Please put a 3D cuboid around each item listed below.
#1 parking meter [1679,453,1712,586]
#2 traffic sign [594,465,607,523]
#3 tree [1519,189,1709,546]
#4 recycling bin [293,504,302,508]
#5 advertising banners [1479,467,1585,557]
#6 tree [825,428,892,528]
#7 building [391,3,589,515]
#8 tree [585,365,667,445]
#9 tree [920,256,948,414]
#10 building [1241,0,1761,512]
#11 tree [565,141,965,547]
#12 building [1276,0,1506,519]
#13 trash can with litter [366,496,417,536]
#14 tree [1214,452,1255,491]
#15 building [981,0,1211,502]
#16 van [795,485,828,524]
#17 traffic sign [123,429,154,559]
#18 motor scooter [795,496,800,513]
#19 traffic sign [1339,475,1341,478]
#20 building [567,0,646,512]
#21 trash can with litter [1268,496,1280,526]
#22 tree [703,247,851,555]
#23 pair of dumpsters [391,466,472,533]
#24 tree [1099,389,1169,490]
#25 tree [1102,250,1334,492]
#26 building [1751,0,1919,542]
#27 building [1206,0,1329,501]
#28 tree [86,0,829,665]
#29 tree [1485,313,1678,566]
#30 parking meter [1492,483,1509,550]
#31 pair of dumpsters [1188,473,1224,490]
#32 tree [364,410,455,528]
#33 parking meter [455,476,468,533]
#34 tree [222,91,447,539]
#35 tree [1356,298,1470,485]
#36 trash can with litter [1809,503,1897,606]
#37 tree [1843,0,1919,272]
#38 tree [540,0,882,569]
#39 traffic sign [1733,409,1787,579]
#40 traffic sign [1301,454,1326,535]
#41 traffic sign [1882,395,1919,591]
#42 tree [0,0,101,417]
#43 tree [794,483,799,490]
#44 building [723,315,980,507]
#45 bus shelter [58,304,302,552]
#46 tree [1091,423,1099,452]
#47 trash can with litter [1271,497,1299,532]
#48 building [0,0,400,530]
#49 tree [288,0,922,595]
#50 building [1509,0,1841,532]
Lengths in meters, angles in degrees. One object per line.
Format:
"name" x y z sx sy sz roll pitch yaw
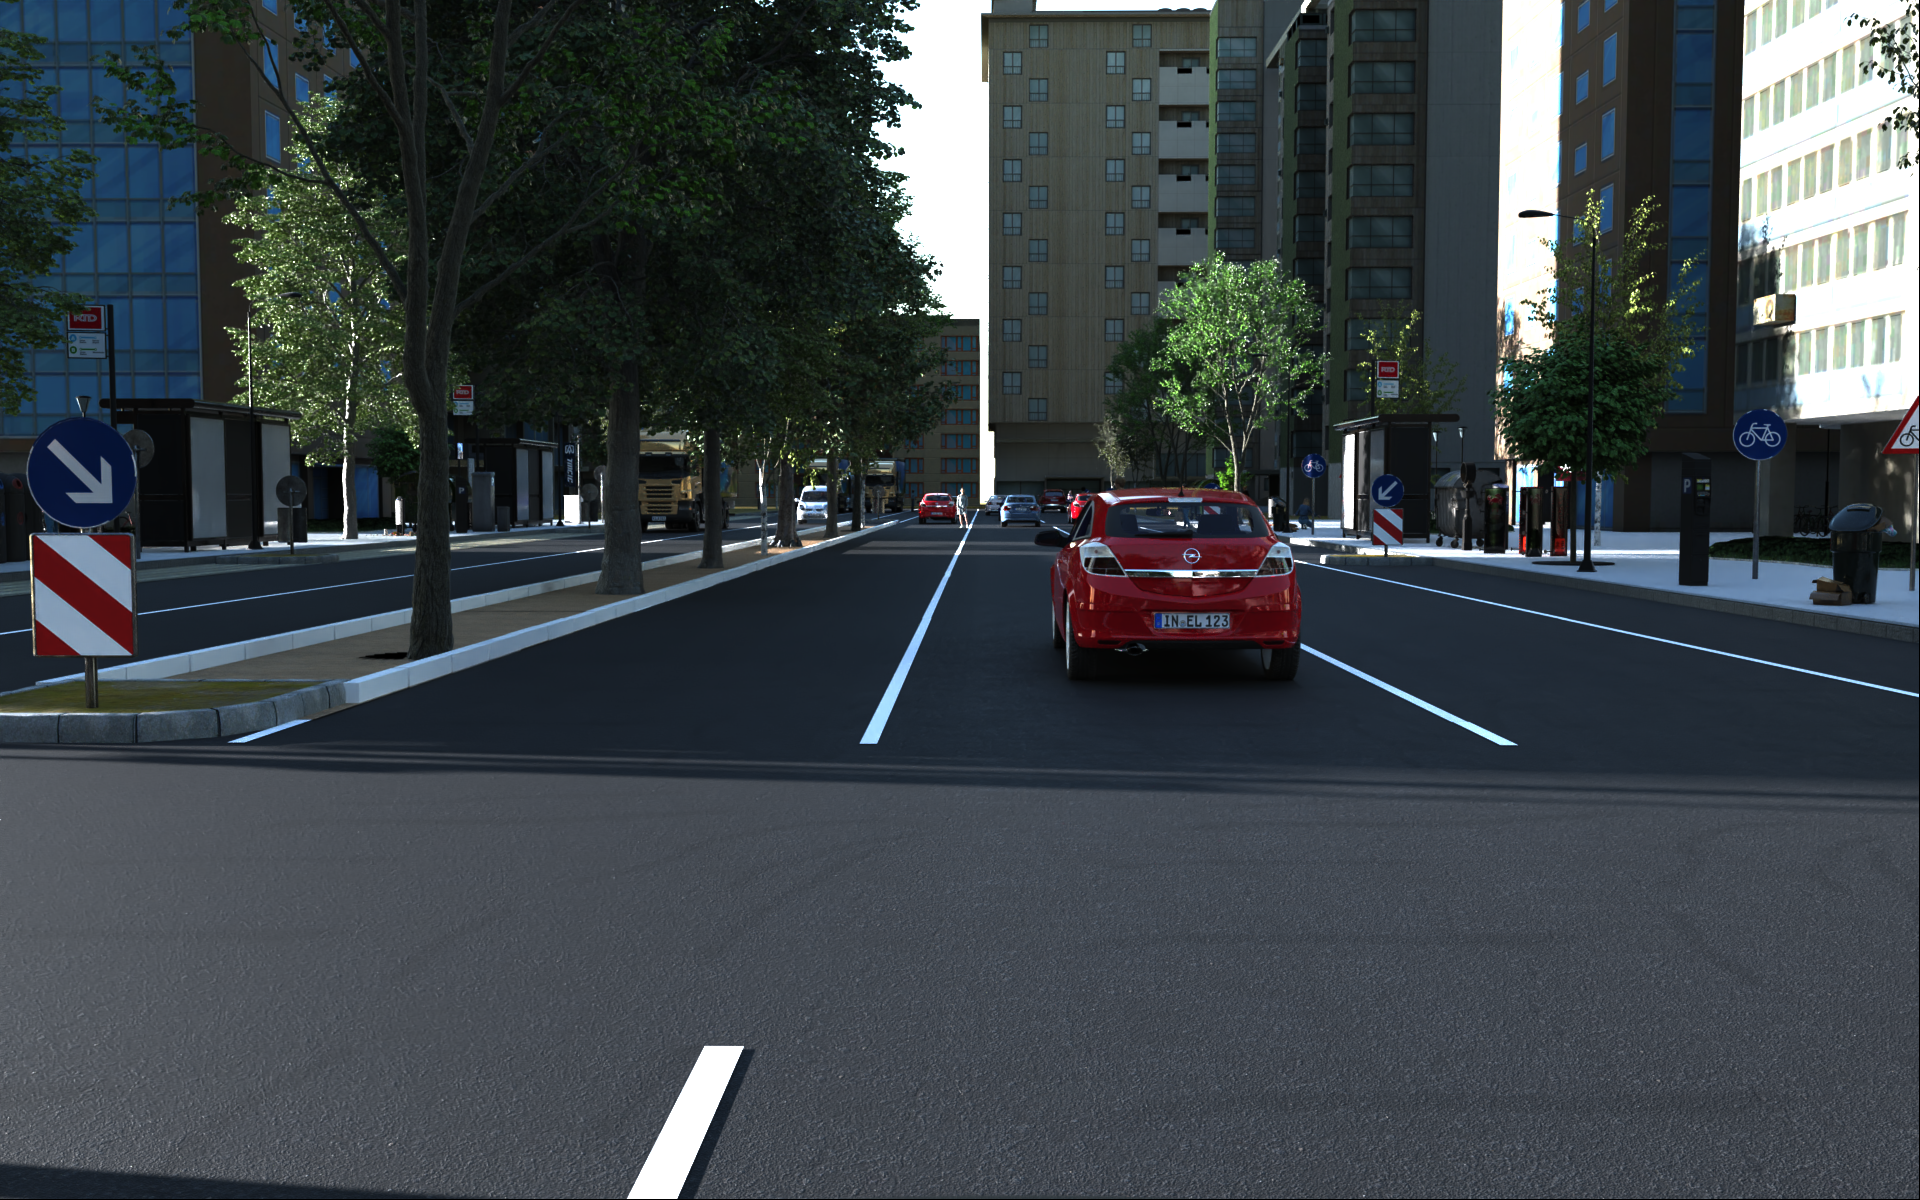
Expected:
"parking meter" 10.302 -1.135 24.265 0.255 1.863 0.399 -1 4 -8
"traffic sign" -15.797 -4.671 76.475 0.768 2.556 0.104 0 4 4
"tree" 16.017 -5.640 42.580 4.737 8.622 4.395 0 3 0
"recycling bin" -18.551 -2.147 47.651 0.722 1.027 0.722 -2 4 -32
"advertising banners" 12.176 -2.494 36.962 2.074 3.025 0.090 2 4 29
"tree" -4.115 -7.362 73.191 4.360 8.622 3.978 0 3 0
"building" -34.556 -27.293 100.873 22.147 44.769 28.867 0 4 1
"tree" -15.614 -7.904 79.594 4.360 8.622 3.978 0 3 0
"tree" -4.281 -8.314 56.514 7.486 12.596 7.792 0 3 0
"building" 36.460 -26.592 126.668 32.217 40.220 23.993 0 4 1
"tree" -4.710 -7.791 46.841 9.611 12.733 9.660 0 3 0
"building" 26.790 -20.574 108.091 14.160 30.474 14.107 0 4 1
"trash can with litter" -17.135 -2.573 53.125 1.678 1.210 2.233 -3 4 -37
"tree" 12.212 -5.115 78.230 1.663 3.219 1.824 0 3 0
"building" 16.064 -36.787 190.708 27.495 52.752 28.713 0 4 1
"van" -6.882 -4.659 83.181 2.013 2.044 4.112 0 4 -1
"traffic sign" -16.195 -2.077 34.064 0.768 2.556 0.104 1 4 10
"motor scooter" -12.364 -7.145 129.592 0.815 1.314 1.986 0 4 -1
"traffic sign" 12.828 -3.464 56.636 0.884 2.594 0.081 0 4 1
"building" -30.059 -26.846 122.529 14.154 41.232 14.086 0 4 1
"trash can with litter" 12.327 -3.592 69.786 2.233 1.210 1.678 2 4 29
"tree" -4.505 -5.314 39.702 4.737 8.622 4.395 0 3 0
"pair of dumpsters" -17.972 -3.454 58.965 1.574 2.255 4.437 0 4 1
"tree" 12.196 -10.336 119.354 4.360 8.622 3.978 0 3 0
"tree" 11.826 -9.006 73.009 9.928 11.665 9.643 0 3 0
"building" 30.650 -20.797 31.917 23.993 40.220 32.217 0 4 1
"building" 27.736 -28.298 146.270 14.154 41.232 14.086 0 4 1
"tree" -4.480 -5.281 14.553 9.928 11.665 9.643 0 3 0
"tree" 11.305 -2.927 31.576 4.285 4.588 4.351 0 3 0
"parking meter" 12.500 -1.936 40.067 0.372 1.533 0.369 0 3 0
"pair of dumpsters" 11.872 -4.921 82.948 1.574 2.255 4.437 0 4 1
"tree" -20.817 -5.018 65.757 4.285 4.588 4.351 0 3 0
"parking meter" -16.383 -3.136 56.982 0.399 1.863 0.255 -1 4 -18
"tree" -17.117 -8.028 49.384 7.486 12.596 7.792 0 3 0
"tree" 16.559 -6.998 64.781 4.737 8.622 4.395 0 3 0
"trash can with litter" 10.380 -0.537 20.167 1.055 1.170 0.624 -3 5 -41
"tree" 11.181 -4.058 16.715 4.360 8.622 3.978 0 3 0
"tree" -4.865 -6.899 33.386 7.486 12.596 7.792 0 3 0
"traffic sign" 12.004 -1.588 26.071 0.768 2.556 0.104 1 4 10
"traffic sign" 11.149 -3.336 54.657 0.768 2.556 0.104 0 4 5
"traffic sign" 12.623 -1.400 22.889 0.884 2.594 0.081 0 4 8
"tree" -17.356 -6.607 26.158 7.486 12.596 7.792 0 3 0
"tree" -15.831 -10.013 158.317 1.663 3.219 1.824 0 3 0
"building" -12.247 -21.223 192.029 28.899 21.520 27.650 0 4 1
"bus shelter" -17.748 -3.776 39.365 2.179 5.291 8.768 0 4 1
"tree" 13.729 -12.414 153.325 4.360 8.622 3.978 0 3 0
"trash can with litter" 11.115 -2.912 58.993 0.624 1.170 1.055 -2 4 -35
"building" -30.319 -25.323 64.136 14.600 45.320 14.200 0 4 1
"tree" -4.869 -7.056 24.479 9.857 13.997 8.962 0 3 0
"building" 28.991 -25.287 63.553 14.600 45.320 14.200 0 4 1
